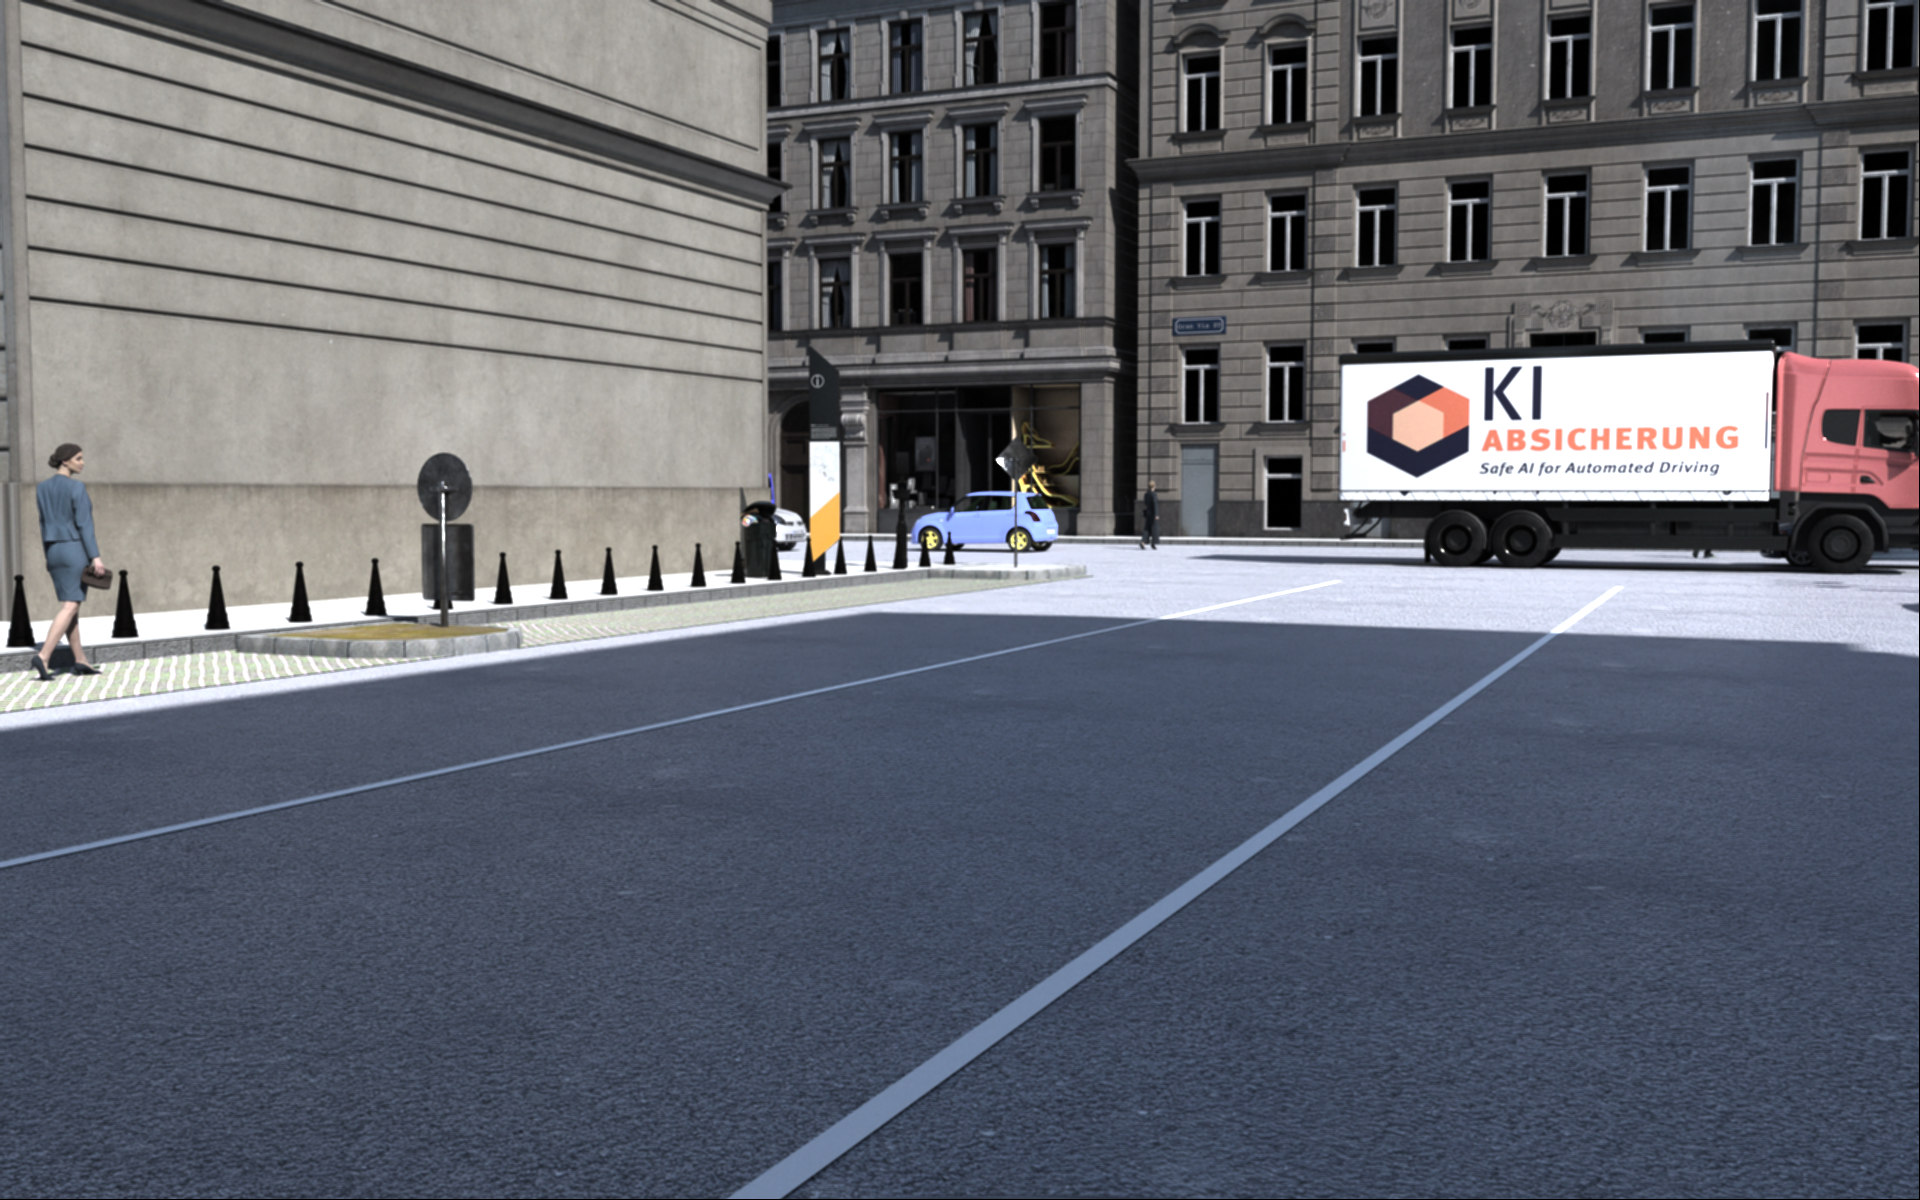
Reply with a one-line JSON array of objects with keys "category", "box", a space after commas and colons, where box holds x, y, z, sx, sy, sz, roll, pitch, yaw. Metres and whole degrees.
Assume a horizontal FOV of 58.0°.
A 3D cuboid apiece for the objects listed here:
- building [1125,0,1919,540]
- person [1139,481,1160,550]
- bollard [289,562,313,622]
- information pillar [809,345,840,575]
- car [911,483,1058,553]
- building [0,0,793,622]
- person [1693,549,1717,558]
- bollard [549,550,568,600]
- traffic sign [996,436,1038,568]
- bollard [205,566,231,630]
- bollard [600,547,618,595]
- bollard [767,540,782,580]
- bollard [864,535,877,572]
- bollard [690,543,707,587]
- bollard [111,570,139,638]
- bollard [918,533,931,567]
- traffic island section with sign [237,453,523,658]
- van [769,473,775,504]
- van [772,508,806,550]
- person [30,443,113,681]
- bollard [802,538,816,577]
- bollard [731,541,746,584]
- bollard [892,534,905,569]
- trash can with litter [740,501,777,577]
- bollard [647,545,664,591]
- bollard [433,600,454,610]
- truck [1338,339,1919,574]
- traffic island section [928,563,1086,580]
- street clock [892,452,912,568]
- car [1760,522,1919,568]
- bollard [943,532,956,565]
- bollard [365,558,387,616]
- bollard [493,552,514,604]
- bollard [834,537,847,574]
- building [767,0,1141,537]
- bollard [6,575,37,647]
[{"category": "building", "box": [18.611, -15.543, 51.391, 25.104, 27.353, 12.463, 2, 4, 24]}, {"category": "person", "box": [4.926, -2.187, 44.685, 0.576, 1.772, 0.534, 3, 4, 36]}, {"category": "bollard", "box": [-6.626, -0.083, 17.391, 0.229, 0.601, 0.229, 0, 3, 0]}, {"category": "information pillar", "box": [-2.153, -2.202, 27.363, 0.504, 3.616, 0.183, 1, 4, 10]}, {"category": "car", "box": [0.581, -2.077, 43.553, 3.694, 1.707, 1.945, 1, 4, 23]}, {"category": "building", "box": [-19.276, -11.975, 29.077, 30.059, 22.955, 16.112, 2, 4, 24]}, {"category": "person", "box": [16.795, -1.817, 38.689, 0.515, 1.767, 0.782, -1, 4, -10]}, {"category": "bollard", "box": [-4.906, -0.313, 21.158, 0.229, 0.601, 0.229, 0, 3, 0]}, {"category": "traffic sign", "box": [0.978, -1.623, 30.186, 0.795, 2.450, 0.064, 2, 4, 24]}, {"category": "bollard", "box": [-7.058, -0.025, 16.450, 0.229, 0.601, 0.229, 0, 3, 0]}, {"category": "bollard", "box": [-4.478, -0.370, 22.094, 0.229, 0.601, 0.229, 0, 3, 0]}, {"category": "bollard", "box": [-2.767, -0.600, 25.846, 0.229, 0.601, 0.229, 0, 3, 0]}, {"category": "bollard", "box": [-1.482, -0.772, 28.659, 0.229, 0.601, 0.229, 0, 3, 0]}, {"category": "bollard", "box": [-3.622, -0.485, 23.974, 0.229, 0.601, 0.229, 0, 3, 0]}, {"category": "bollard", "box": [-7.487, 0.032, 15.512, 0.229, 0.601, 0.229, 0, 3, 0]}, {"category": "bollard", "box": [-0.619, -0.887, 30.545, 0.229, 0.601, 0.229, 0, 3, 0]}, {"category": "traffic island section with sign", "box": [-5.181, -0.450, 15.991, 1.989, 1.847, 2.006, 2, 4, 24]}, {"category": "van", "box": [-7.986, -2.806, 50.259, 5.245, 2.365, 2.240, 2, 4, 25]}, {"category": "van", "box": [-5.930, -2.271, 44.140, 4.112, 2.044, 2.013, 2, 4, 23]}, {"category": "person", "box": [-6.941, -0.298, 13.395, 0.581, 1.822, 0.654, 3, 4, 36]}, {"category": "bollard", "box": [-2.338, -0.657, 26.785, 0.229, 0.601, 0.229, 0, 3, 0]}, {"category": "bollard", "box": [-3.193, -0.542, 24.911, 0.229, 0.601, 0.229, 0, 3, 0]}, {"category": "bollard", "box": [-1.048, -0.829, 29.603, 0.229, 0.601, 0.229, 0, 3, 0]}, {"category": "trash can with litter", "box": [-3.239, -0.947, 26.865, 0.624, 1.170, 1.055, -2, 4, -26]}, {"category": "bollard", "box": [-4.052, -0.427, 23.028, 0.229, 0.601, 0.229, 0, 3, 0]}, {"category": "bollard", "box": [-5.762, -0.199, 19.290, 0.229, 0.601, 0.229, 0, 3, 0]}, {"category": "truck", "box": [13.139, -2.717, 33.340, 11.283, 4.237, 2.839, 2, 4, 26]}, {"category": "traffic island section", "box": [0.953, -0.488, 30.259, 2.009, 0.180, 2.903, 2, 4, 24]}, {"category": "street clock", "box": [-1.011, -1.556, 30.012, 0.358, 2.002, 0.471, 0, 4, -6]}, {"category": "car", "box": [18.102, -1.335, 33.836, 4.499, 1.417, 2.014, 2, 4, 24]}, {"category": "bollard", "box": [-0.194, -0.944, 31.480, 0.229, 0.601, 0.229, 0, 3, 0]}, {"category": "bollard", "box": [-6.190, -0.141, 18.344, 0.229, 0.601, 0.229, 0, 3, 0]}, {"category": "bollard", "box": [-5.335, -0.256, 20.225, 0.229, 0.601, 0.229, 0, 3, 0]}, {"category": "bollard", "box": [-1.914, -0.714, 27.721, 0.229, 0.601, 0.229, 0, 3, 0]}, {"category": "building", "box": [-11.828, -13.024, 63.856, 40.483, 20.767, 10.553, 2, 4, 24]}, {"category": "bollard", "box": [-7.912, 0.090, 14.577, 0.229, 0.601, 0.229, 0, 3, 0]}]
